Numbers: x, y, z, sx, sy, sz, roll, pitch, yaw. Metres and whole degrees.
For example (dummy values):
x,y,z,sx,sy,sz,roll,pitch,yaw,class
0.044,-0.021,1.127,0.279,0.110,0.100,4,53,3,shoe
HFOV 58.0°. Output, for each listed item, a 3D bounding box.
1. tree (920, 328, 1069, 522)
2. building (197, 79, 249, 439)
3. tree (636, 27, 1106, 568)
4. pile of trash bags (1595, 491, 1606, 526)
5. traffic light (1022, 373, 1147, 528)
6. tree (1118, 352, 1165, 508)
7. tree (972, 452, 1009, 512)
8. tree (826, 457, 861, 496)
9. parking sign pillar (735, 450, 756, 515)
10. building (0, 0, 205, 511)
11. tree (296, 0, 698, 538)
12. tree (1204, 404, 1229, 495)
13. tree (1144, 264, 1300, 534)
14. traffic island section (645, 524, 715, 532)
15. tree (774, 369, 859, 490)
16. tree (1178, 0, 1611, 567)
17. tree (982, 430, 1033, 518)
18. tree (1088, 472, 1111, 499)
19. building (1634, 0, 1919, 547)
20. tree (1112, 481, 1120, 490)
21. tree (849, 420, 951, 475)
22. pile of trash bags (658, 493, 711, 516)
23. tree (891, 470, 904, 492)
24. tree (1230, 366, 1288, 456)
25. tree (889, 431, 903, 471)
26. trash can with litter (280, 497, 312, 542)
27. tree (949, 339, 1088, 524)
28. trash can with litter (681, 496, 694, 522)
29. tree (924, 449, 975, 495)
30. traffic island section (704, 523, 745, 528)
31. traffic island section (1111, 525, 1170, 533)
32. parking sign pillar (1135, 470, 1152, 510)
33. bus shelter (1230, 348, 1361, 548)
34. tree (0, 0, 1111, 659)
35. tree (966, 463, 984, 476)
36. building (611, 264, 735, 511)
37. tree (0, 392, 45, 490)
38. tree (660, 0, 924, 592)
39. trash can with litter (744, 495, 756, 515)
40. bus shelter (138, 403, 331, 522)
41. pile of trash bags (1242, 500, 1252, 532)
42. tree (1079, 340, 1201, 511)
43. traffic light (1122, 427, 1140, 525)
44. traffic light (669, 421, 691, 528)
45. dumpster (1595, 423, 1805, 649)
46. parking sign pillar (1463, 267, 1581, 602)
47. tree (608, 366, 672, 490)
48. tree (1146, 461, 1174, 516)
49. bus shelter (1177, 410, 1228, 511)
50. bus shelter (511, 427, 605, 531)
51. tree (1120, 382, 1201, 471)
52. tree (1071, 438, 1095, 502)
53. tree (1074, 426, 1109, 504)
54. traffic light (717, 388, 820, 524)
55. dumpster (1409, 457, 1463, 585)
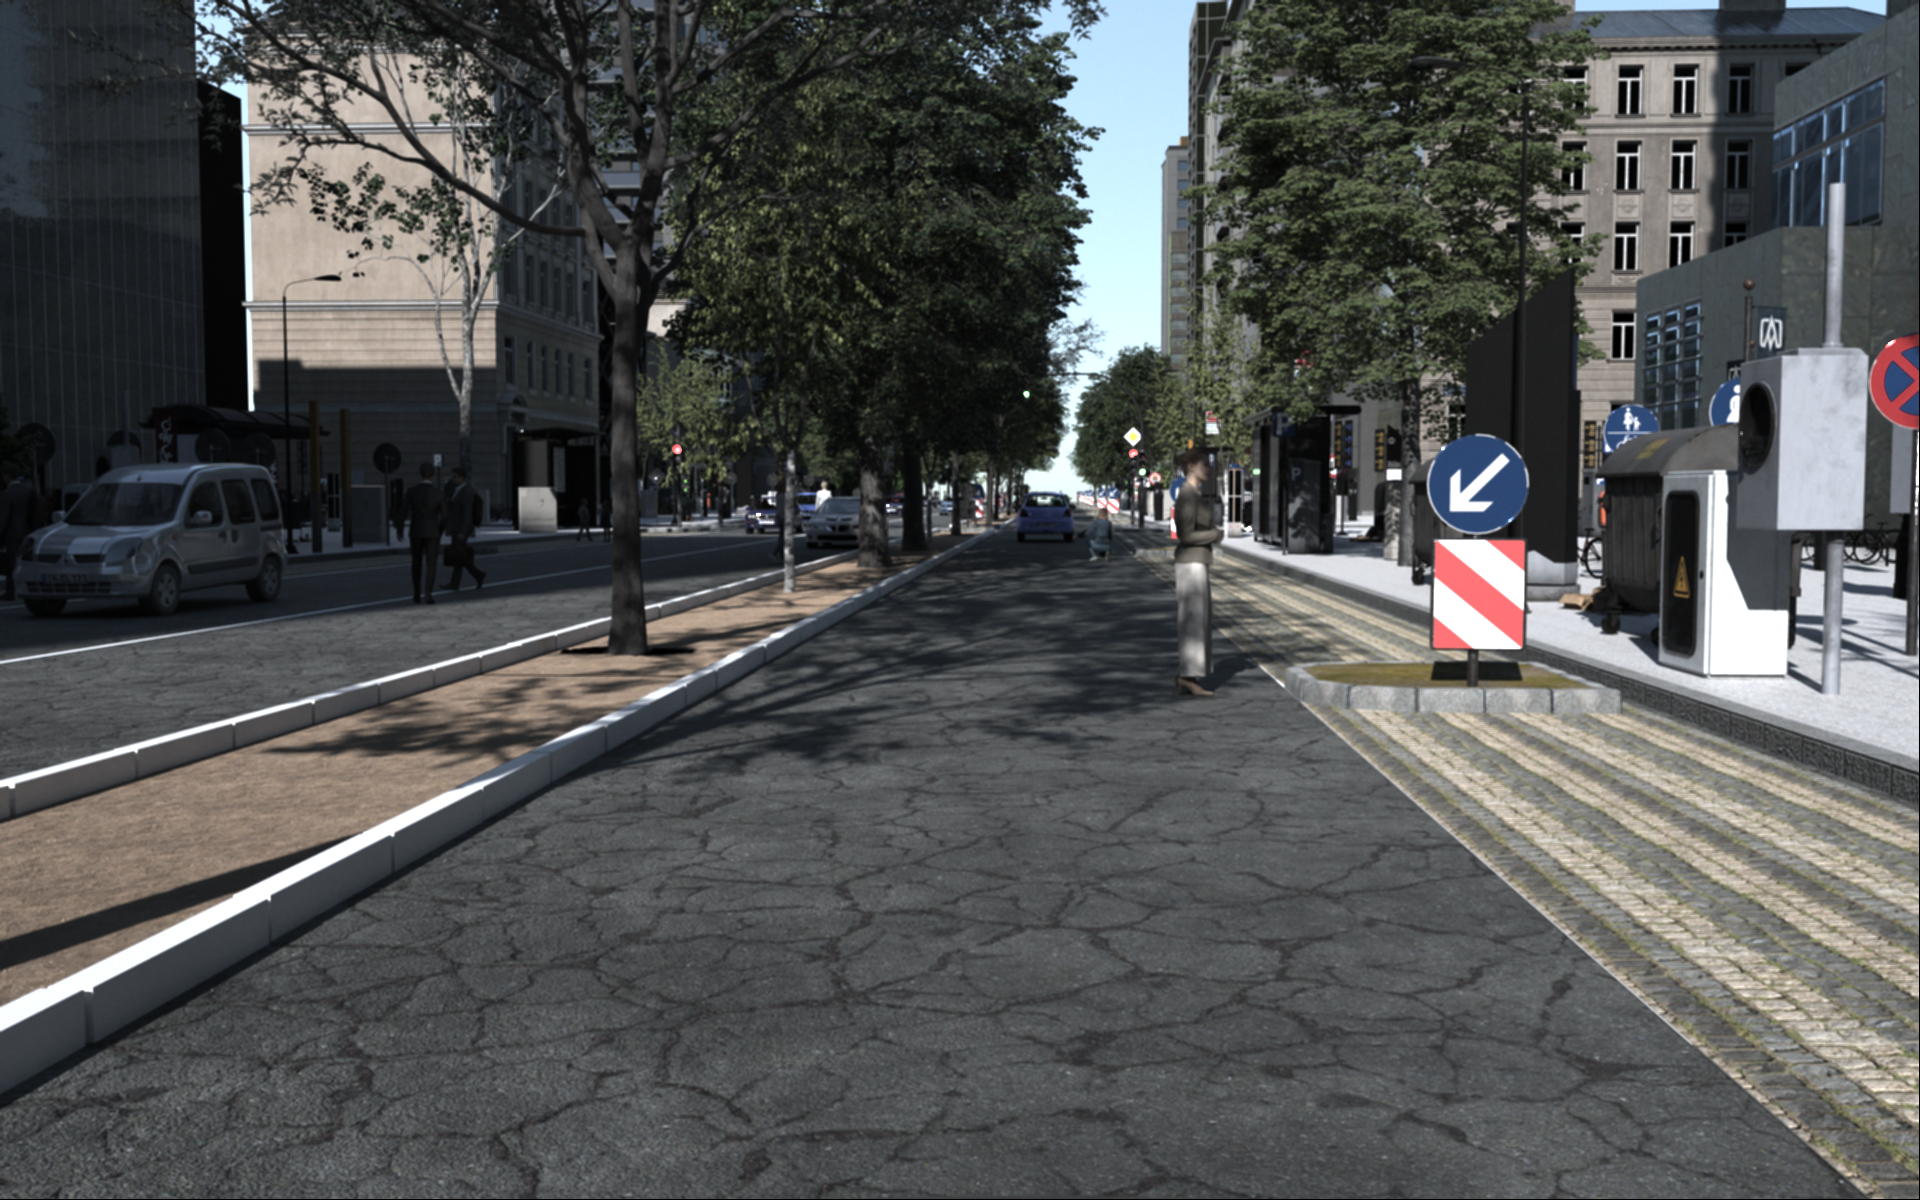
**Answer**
x,y,z,sx,sy,sz,roll,pitch,yaw,class
1.613,-10.189,87.179,7.486,12.596,7.792,0,3,0,tree
-48.489,-16.043,91.976,15.834,23.373,12.332,0,4,3,building
-1.657,-7.588,33.173,9.857,13.997,8.962,0,3,0,tree
15.201,-2.127,44.527,3.447,1.369,1.912,1,4,12,pile of trash bags
4.699,-5.522,64.948,4.771,5.953,1.251,0,4,3,traffic light
14.595,-15.179,154.827,9.857,13.997,8.962,0,3,0,tree
-0.923,-5.983,50.643,4.737,8.622,4.395,0,3,0,tree
-9.256,-9.621,141.012,4.285,4.588,4.351,0,3,0,tree
-13.139,-7.220,106.512,1.447,3.967,1.447,3,5,41,parking sign pillar
-34.805,-14.212,50.396,19.932,24.808,12.078,0,4,3,building
-13.812,-11.988,51.898,12.611,20.169,13.585,0,3,0,tree
20.647,-11.409,136.894,4.360,8.622,3.978,0,3,0,tree
8.681,-6.421,55.350,4.737,8.622,4.395,0,3,0,tree
-10.728,-2.682,66.123,2.009,0.180,2.903,0,4,3,traffic island section
-10.241,-12.930,129.528,7.486,12.596,7.792,0,3,0,tree
7.582,-6.869,30.439,7.486,12.596,7.792,0,3,0,tree
2.504,-9.175,102.838,4.360,8.622,3.978,0,3,0,tree
17.740,-16.609,205.966,7.601,10.594,8.767,2,4,24,tree
30.596,-44.109,33.860,22.319,86.520,31.000,0,4,3,building
15.471,-10.406,164.741,1.663,3.219,1.824,0,3,0,tree
-7.274,-14.473,162.390,9.928,11.665,9.643,0,3,0,tree
-16.712,-5.781,104.270,3.447,1.369,1.912,-1,4,-11,pile of trash bags
-5.918,-12.640,190.377,4.285,4.588,4.351,0,3,0,tree
18.235,-9.150,99.971,4.360,8.622,3.978,0,3,0,tree
-4.557,-18.439,219.600,7.486,12.596,7.792,0,3,0,tree
-18.301,-2.156,46.307,2.233,1.210,1.678,-1,4,-18,trash can with litter
1.286,-8.731,79.617,8.767,10.594,7.601,0,4,3,tree
-12.632,-4.240,80.715,0.624,1.170,1.055,-2,4,-27,trash can with litter
-1.752,-21.420,267.226,9.611,12.733,9.660,0,3,0,tree
-10.253,-3.169,74.094,2.009,0.180,2.903,0,4,3,traffic island section
6.832,-2.618,65.077,2.009,0.180,2.903,0,4,3,traffic island section
14.749,-9.190,138.726,1.447,3.967,1.447,-3,4,-37,parking sign pillar
8.667,-4.132,45.184,2.179,5.291,8.768,0,4,3,bus shelter
-3.001,-6.265,15.264,12.009,13.543,11.850,0,3,0,tree
0.807,-22.865,299.594,9.928,11.665,9.643,0,3,0,tree
-24.530,-16.773,138.860,10.561,19.102,19.286,0,4,3,building
-15.778,-2.064,28.345,1.663,3.219,1.824,0,3,0,tree
-2.499,-4.422,25.117,4.737,8.622,4.395,0,3,0,tree
-12.299,-5.655,103.510,1.678,1.210,2.233,-3,4,-38,trash can with litter
-17.163,-2.904,41.403,2.014,3.302,5.546,0,4,3,bus shelter
10.652,-3.029,59.270,1.912,1.369,3.447,2,4,28,pile of trash bags
13.625,-12.960,128.900,9.611,12.733,9.660,0,3,0,tree
7.267,-5.139,72.937,0.839,4.253,0.868,0,4,3,traffic light
-10.689,-4.714,65.986,0.839,4.253,0.868,0,4,3,traffic light
6.407,-0.567,15.033,1.264,1.857,1.865,0,4,4,dumpster
6.883,-2.004,21.230,1.447,3.967,1.447,3,5,41,parking sign pillar
-18.384,-9.136,99.731,4.360,8.622,3.978,0,3,0,tree
11.701,-6.484,100.607,1.663,3.219,1.824,0,3,0,tree
11.317,-6.320,80.961,2.179,5.291,8.768,0,4,3,bus shelter
-14.644,-4.414,63.458,1.731,3.624,6.357,0,4,4,bus shelter
12.659,-9.900,112.226,4.360,8.622,3.978,0,3,0,tree
21.447,-21.332,274.534,9.928,11.665,9.643,0,3,0,tree
19.499,-19.824,242.254,7.486,12.596,7.792,0,3,0,tree
-8.121,-6.067,73.869,4.771,5.953,1.251,0,4,3,traffic light
6.903,-1.088,23.553,1.264,1.857,1.865,0,4,3,dumpster
